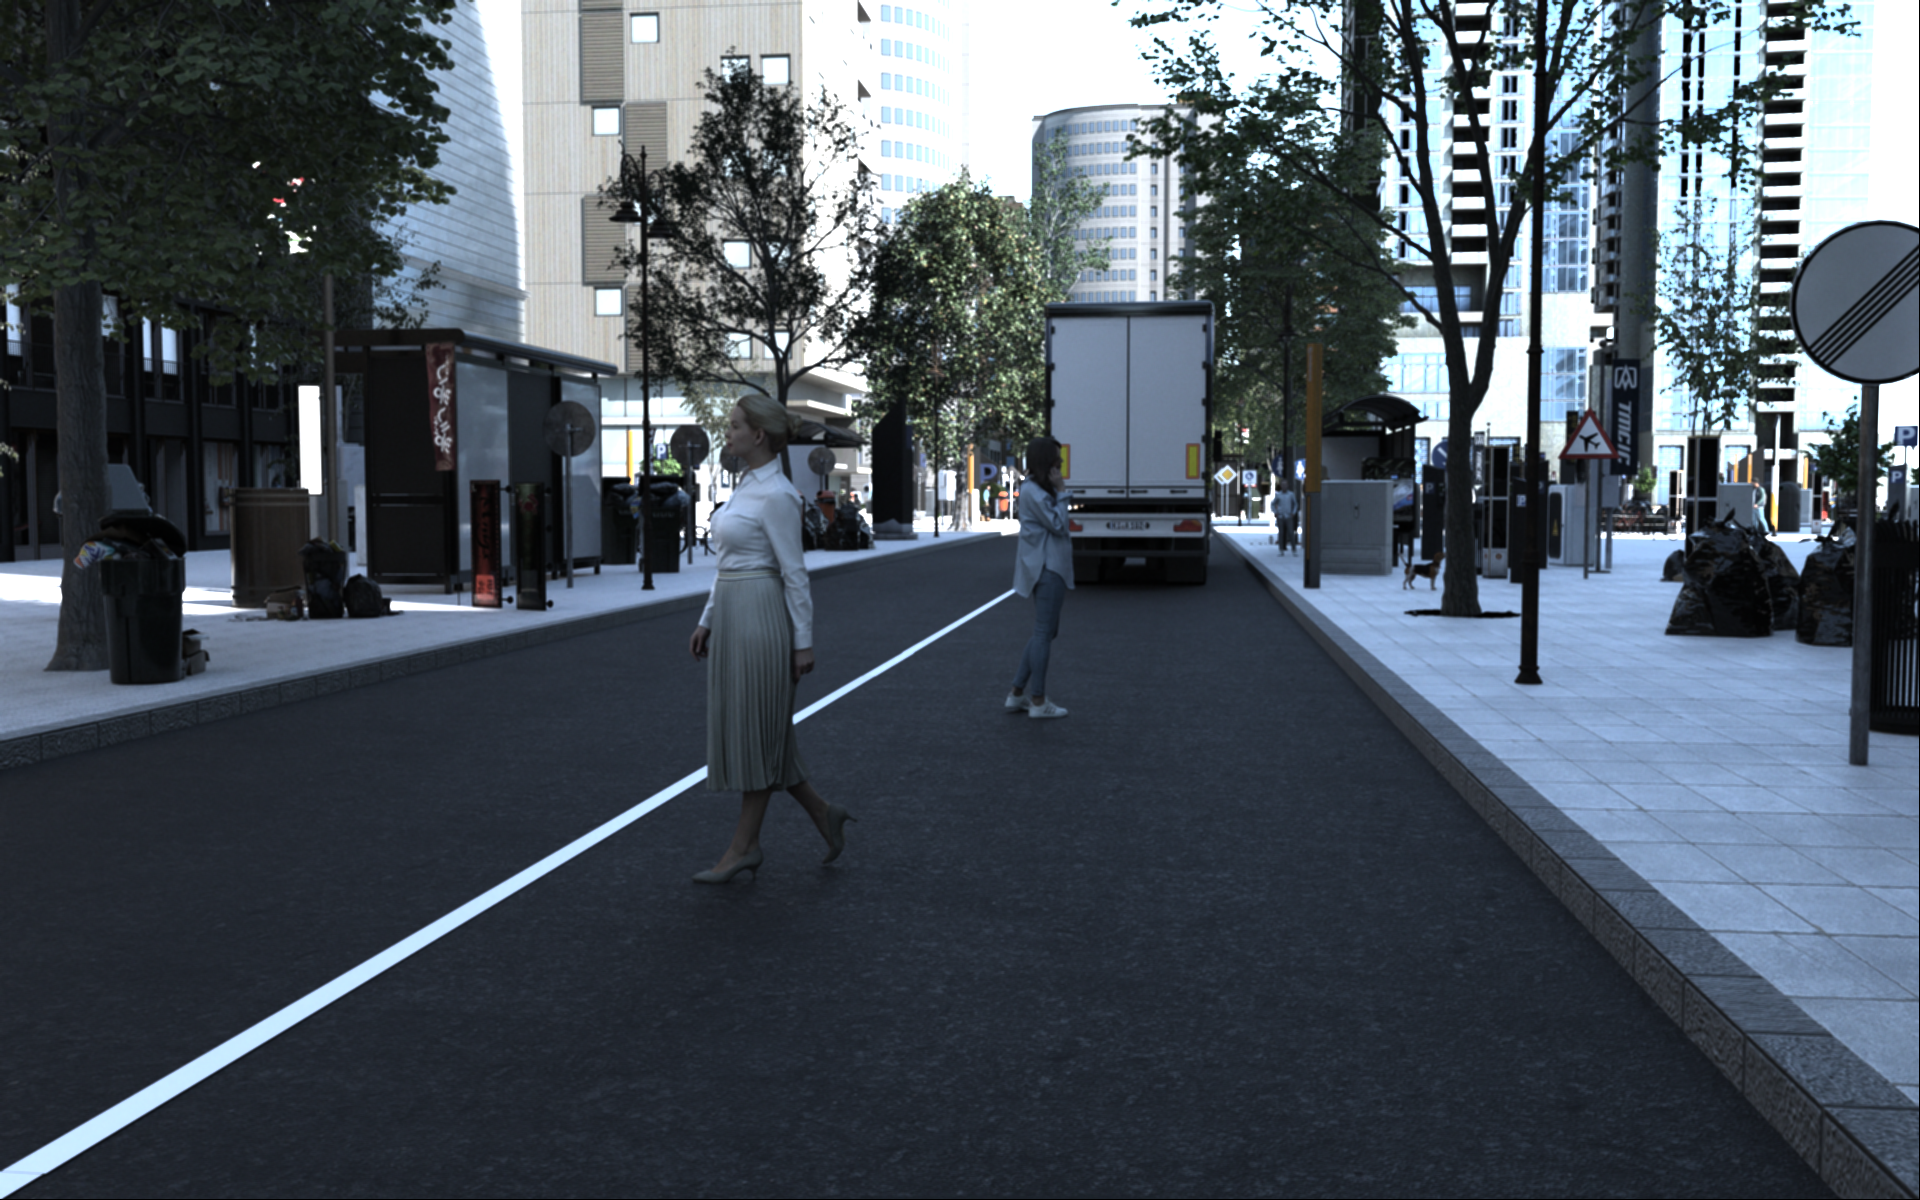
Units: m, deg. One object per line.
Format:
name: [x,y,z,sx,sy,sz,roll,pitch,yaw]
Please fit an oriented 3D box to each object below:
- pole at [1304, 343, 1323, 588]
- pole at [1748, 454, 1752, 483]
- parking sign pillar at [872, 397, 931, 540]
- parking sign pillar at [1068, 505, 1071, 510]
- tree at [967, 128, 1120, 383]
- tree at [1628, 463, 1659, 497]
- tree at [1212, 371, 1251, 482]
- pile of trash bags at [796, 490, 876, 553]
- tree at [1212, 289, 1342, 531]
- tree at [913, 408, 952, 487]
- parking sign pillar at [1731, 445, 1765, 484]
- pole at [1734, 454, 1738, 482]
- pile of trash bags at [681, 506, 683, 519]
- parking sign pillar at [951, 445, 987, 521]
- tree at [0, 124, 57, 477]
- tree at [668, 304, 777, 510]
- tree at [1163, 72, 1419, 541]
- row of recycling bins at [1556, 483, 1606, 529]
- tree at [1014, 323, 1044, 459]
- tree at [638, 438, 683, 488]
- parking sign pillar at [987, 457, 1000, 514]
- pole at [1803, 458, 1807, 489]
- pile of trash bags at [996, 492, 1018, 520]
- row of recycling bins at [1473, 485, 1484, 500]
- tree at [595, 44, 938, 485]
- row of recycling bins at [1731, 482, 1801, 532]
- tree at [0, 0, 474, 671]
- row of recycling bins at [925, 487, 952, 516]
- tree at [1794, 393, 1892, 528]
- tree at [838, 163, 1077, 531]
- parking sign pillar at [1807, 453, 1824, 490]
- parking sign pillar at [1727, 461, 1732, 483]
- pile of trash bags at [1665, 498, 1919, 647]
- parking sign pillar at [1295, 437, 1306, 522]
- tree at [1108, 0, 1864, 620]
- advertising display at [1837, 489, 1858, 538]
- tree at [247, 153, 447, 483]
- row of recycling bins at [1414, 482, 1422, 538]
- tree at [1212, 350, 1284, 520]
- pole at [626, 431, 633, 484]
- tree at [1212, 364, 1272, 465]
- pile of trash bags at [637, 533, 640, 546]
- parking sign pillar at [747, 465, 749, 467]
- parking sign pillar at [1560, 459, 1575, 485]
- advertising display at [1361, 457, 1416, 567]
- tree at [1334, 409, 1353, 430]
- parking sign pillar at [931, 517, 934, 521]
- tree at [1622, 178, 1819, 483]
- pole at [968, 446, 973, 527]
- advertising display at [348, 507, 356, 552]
pole: [4.800,-1.815,23.525,0.158,3.312,0.155,0,3,0]
pole: [40.436,-5.803,88.728,0.158,3.312,0.155,0,3,0]
parking sign pillar: [-1.900,-3.678,48.611,1.447,3.967,1.447,-3,5,-44]
parking sign pillar: [6.939,-7.786,115.779,1.447,3.967,1.447,2,4,34]
tree: [3.595,-14.447,92.092,12.611,20.169,13.585,0,3,0]
tree: [43.145,-6.985,108.813,1.663,3.219,1.824,0,3,0]
tree: [23.936,-15.917,166.894,9.857,13.997,8.962,0,3,0]
pile of trash bags: [-3.226,-1.808,39.317,1.912,1.369,3.447,1,4,17]
tree: [11.140,-6.725,60.324,4.360,8.622,3.978,0,3,0]
tree: [-1.764,-11.565,139.449,4.360,8.622,3.978,0,3,0]
parking sign pillar: [43.166,-6.491,94.595,1.447,3.967,1.447,1,4,17]
pole: [39.655,-5.794,88.575,0.158,3.312,0.155,0,3,0]
pile of trash bags: [-14.144,-4.440,82.352,1.912,1.369,3.447,-2,4,-30]
parking sign pillar: [0.290,-5.751,82.496,1.447,3.967,1.447,-1,4,-15]
tree: [-14.822,-4.508,24.068,4.360,8.622,3.978,0,3,0]
tree: [-9.159,-7.029,65.283,4.360,8.622,3.978,0,3,0]
tree: [8.855,-7.909,47.445,7.486,12.596,7.792,0,3,0]
row of recycling bins: [22.699,-3.521,64.683,3.534,1.692,1.069,1,4,18]
tree: [7.524,-13.194,122.374,9.857,13.997,8.962,0,3,0]
tree: [-17.383,-7.228,101.883,4.285,4.588,4.351,0,3,0]
parking sign pillar: [1.861,-7.483,110.821,1.447,3.967,1.447,1,4,14]
pole: [47.713,-6.360,97.825,0.158,3.312,0.155,0,3,0]
pile of trash bags: [3.720,-5.306,96.503,1.912,1.369,3.447,-2,4,-24]
row of recycling bins: [24.538,-4.227,76.229,3.534,1.692,1.069,1,4,21]
tree: [-3.919,-6.254,36.658,7.601,10.594,8.767,0,4,4]
row of recycling bins: [27.576,-3.214,59.668,1.069,1.692,3.534,-1,4,-13]
tree: [-6.727,-5.783,12.677,7.486,12.596,7.792,0,3,0]
row of recycling bins: [-1.289,-5.677,99.932,1.069,1.692,3.534,1,4,22]
tree: [17.204,-2.362,33.225,1.663,3.219,1.824,0,3,0]
tree: [0.080,-8.775,60.484,9.611,12.733,9.660,0,3,0]
parking sign pillar: [55.135,-7.534,111.655,1.447,3.967,1.447,-2,4,-34]
parking sign pillar: [62.308,-9.219,139.194,1.447,3.967,1.447,-1,4,-14]
pile of trash bags: [7.936,-0.329,15.131,1.912,1.369,3.447,-2,4,-32]
parking sign pillar: [15.307,-5.522,78.764,1.447,3.967,1.447,-3,5,-42]
tree: [5.374,-5.644,18.028,9.928,11.665,9.643,0,3,0]
advertising display: [23.993,-2.526,46.514,0.123,1.923,0.974,-1,4,-20]
tree: [-12.626,-5.187,35.164,4.360,8.622,3.978,0,3,0]
row of recycling bins: [11.924,-2.621,49.960,3.534,1.692,1.069,-2,4,-30]
tree: [14.116,-8.184,84.171,4.737,8.622,4.395,0,3,0]
pole: [-10.637,-3.790,55.809,0.158,3.312,0.155,0,3,0]
tree: [17.918,-11.241,118.195,7.601,10.594,8.767,2,4,27]
pile of trash bags: [-8.709,-1.961,41.815,1.912,1.369,3.447,0,4,-4]
parking sign pillar: [-10.945,-6.385,92.875,1.447,3.967,1.447,0,4,-6]
parking sign pillar: [29.570,-5.802,83.335,1.447,3.967,1.447,3,4,39]
advertising display: [7.545,-1.548,30.521,0.974,1.923,0.123,-1,4,-10]
tree: [25.775,-10.486,121.811,4.737,8.622,4.395,0,3,0]
parking sign pillar: [-1.972,-5.767,82.757,1.447,3.967,1.447,-1,4,-12]
tree: [17.962,-5.554,41.175,4.737,8.622,4.395,0,3,0]
pole: [0.410,-4.491,67.268,0.158,3.312,0.155,0,3,0]
advertising display: [-13.490,-2.027,38.362,0.123,1.923,0.974,-3,4,-36]
